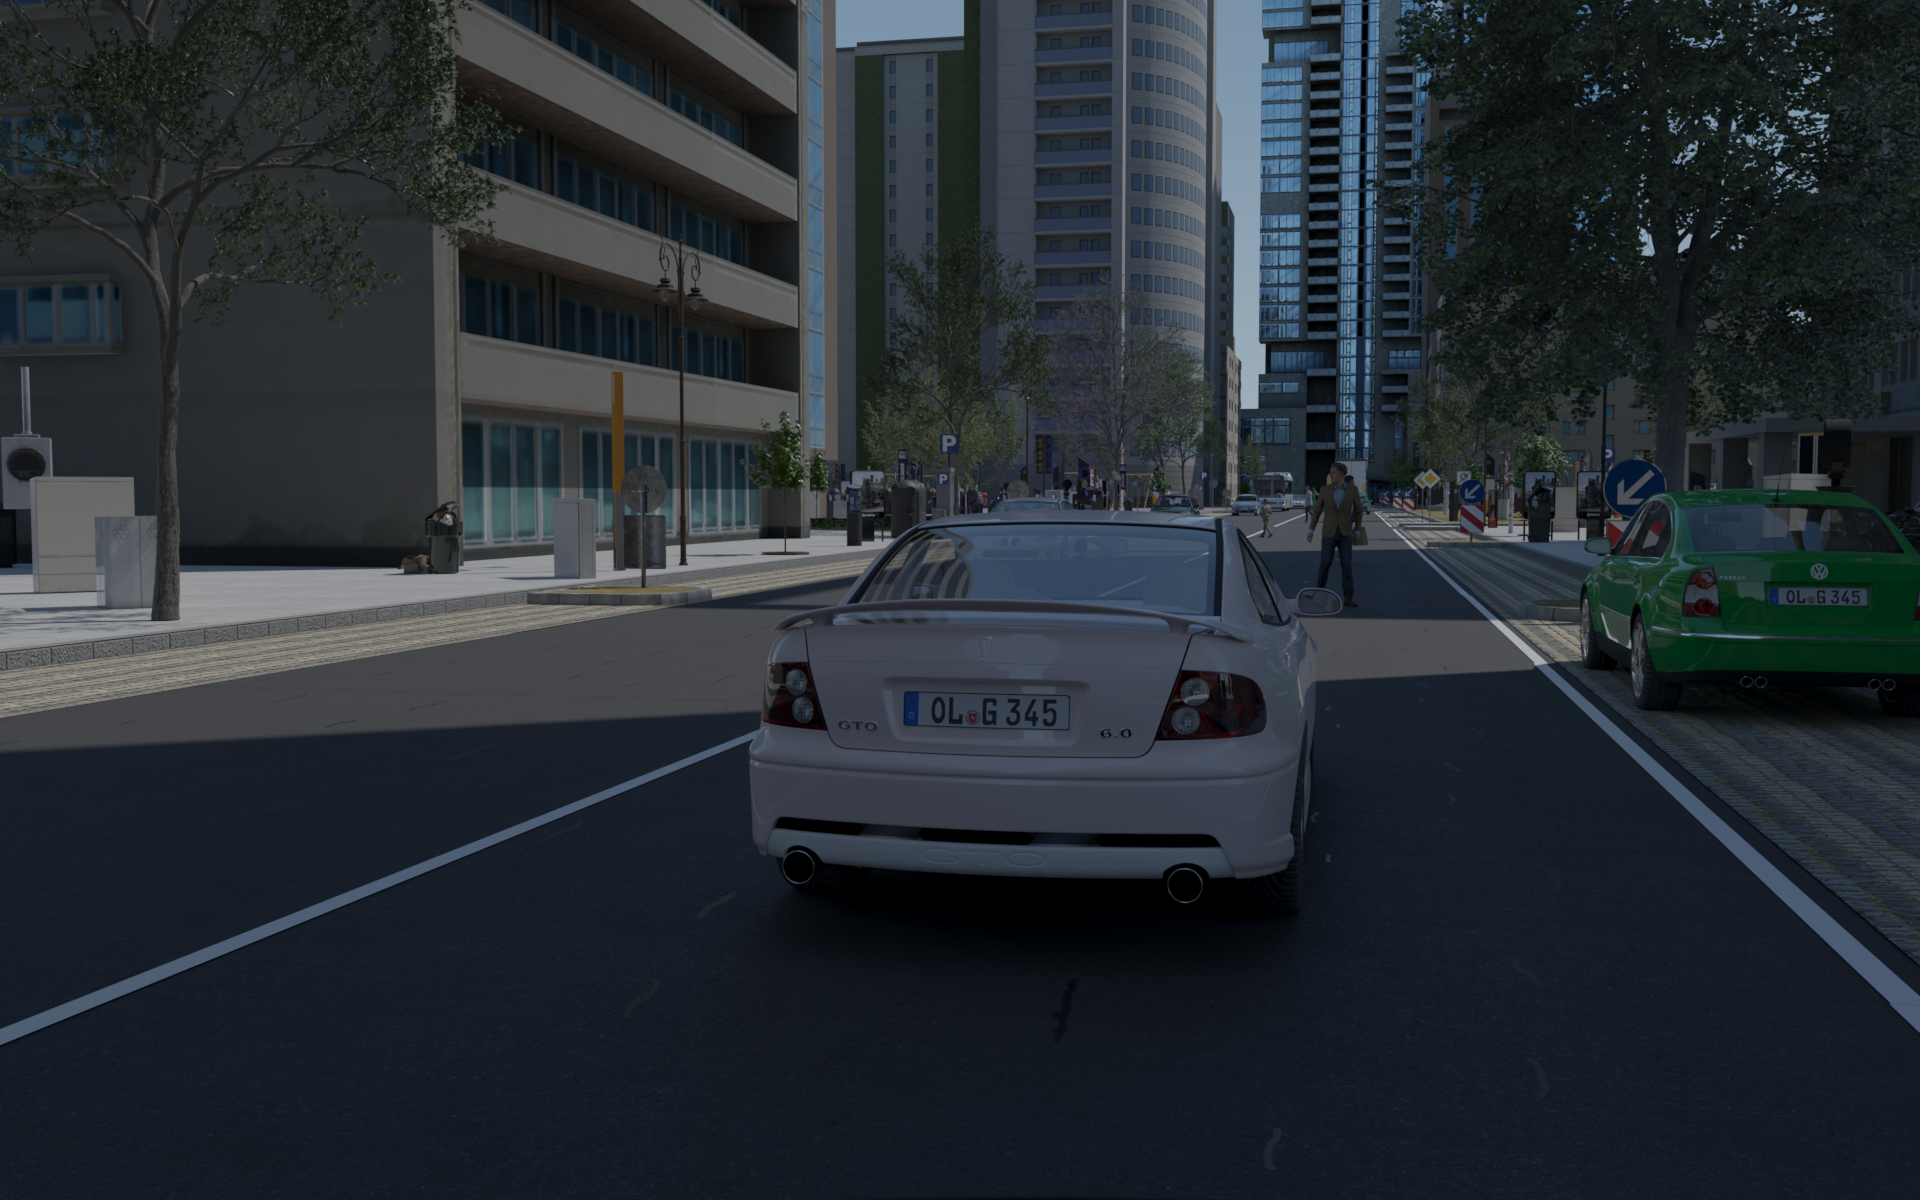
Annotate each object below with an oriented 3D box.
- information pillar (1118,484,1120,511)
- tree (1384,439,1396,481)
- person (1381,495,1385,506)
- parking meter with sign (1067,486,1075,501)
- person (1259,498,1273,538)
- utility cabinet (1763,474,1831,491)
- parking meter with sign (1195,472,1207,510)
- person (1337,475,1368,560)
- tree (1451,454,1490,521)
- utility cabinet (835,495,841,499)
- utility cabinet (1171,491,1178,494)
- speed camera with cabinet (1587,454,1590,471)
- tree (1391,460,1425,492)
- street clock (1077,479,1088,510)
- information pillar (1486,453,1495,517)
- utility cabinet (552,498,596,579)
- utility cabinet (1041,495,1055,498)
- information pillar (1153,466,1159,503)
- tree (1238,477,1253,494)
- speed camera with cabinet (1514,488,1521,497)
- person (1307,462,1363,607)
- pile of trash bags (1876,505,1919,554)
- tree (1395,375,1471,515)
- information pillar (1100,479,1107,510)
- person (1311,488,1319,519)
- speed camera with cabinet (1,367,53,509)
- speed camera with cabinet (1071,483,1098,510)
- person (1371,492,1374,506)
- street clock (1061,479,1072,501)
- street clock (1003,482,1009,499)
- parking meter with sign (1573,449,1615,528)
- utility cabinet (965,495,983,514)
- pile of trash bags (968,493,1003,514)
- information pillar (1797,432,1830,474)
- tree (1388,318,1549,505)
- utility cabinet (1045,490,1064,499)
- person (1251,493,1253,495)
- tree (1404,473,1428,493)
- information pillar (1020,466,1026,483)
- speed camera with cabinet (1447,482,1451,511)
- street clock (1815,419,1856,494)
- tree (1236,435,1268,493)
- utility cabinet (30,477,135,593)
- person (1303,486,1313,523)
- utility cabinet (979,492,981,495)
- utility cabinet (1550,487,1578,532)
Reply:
[{"bbox_3d":[9.824,-6.331,108.001,0.304,2.012,0.304,0,4,-4],"label":"information pillar"},{"bbox_3d":[56.894,-16.750,224.224,4.737,8.622,4.395,0,3,0],"label":"tree"},{"bbox_3d":[48.060,-11.454,196.331,0.434,1.755,0.990,-1,4,-18],"label":"person"},{"bbox_3d":[9.919,-9.679,154.513,1.738,3.016,0.543,1,4,18],"label":"parking meter with sign"},{"bbox_3d":[10.012,-2.690,56.762,0.475,1.303,0.640,-3,5,-44],"label":"person"},{"bbox_3d":[9.340,-0.654,19.376,1.173,1.500,0.318,-3,5,-44],"label":"utility cabinet"},{"bbox_3d":[19.328,-8.786,139.905,0.543,3.016,1.738,-1,4,-17],"label":"parking meter with sign"},{"bbox_3d":[8.070,-1.682,35.982,0.794,1.824,0.713,-2,4,-25],"label":"person"},{"bbox_3d":[24.381,-5.402,82.921,1.663,3.219,1.824,0,3,0],"label":"tree"},{"bbox_3d":[-8.294,-6.336,114.754,1.020,1.237,0.306,-2,4,-29],"label":"utility cabinet"},{"bbox_3d":[18.057,-8.521,148.000,1.173,1.500,0.318,-2,4,-26],"label":"utility cabinet"},{"bbox_3d":[31.204,-5.562,85.270,0.660,3.252,2.038,1,4,13],"label":"speed camera with cabinet"},{"bbox_3d":[43.225,-11.199,166.815,4.285,4.588,4.351,0,3,0],"label":"tree"},{"bbox_3d":[6.056,-4.940,85.333,0.358,2.002,0.471,3,5,44],"label":"street clock"},{"bbox_3d":[29.778,-6.483,97.357,0.504,3.616,0.183,0,4,1],"label":"information pillar"},{"bbox_3d":[-5.909,-0.943,26.574,0.306,1.237,1.020,-2,4,-35],"label":"utility cabinet"},{"bbox_3d":[4.033,-4.418,83.403,1.020,1.237,0.306,2,4,25],"label":"utility cabinet"},{"bbox_3d":[15.950,-9.145,140.871,0.504,3.616,0.183,0,4,-4],"label":"information pillar"},{"bbox_3d":[33.146,-12.670,201.751,1.663,3.219,1.824,0,3,0],"label":"tree"},{"bbox_3d":[42.553,-8.275,129.632,2.038,3.252,0.660,2,4,32],"label":"speed camera with cabinet"},{"bbox_3d":[4.816,-0.849,22.298,0.656,1.842,0.836,-1,4,-20],"label":"person"},{"bbox_3d":[17.923,-1.277,30.625,3.447,1.369,1.912,1,4,20],"label":"pile of trash bags"},{"bbox_3d":[29.722,-9.559,106.654,4.737,8.622,4.395,0,3,0],"label":"tree"},{"bbox_3d":[7.175,-5.021,86.587,0.304,2.012,0.304,-1,4,-13],"label":"information pillar"},{"bbox_3d":[20.307,-5.565,99.739,0.600,1.795,0.529,3,5,41],"label":"person"},{"bbox_3d":[-15.080,-1.971,26.566,2.038,3.252,0.660,-2,4,-25],"label":"speed camera with cabinet"},{"bbox_3d":[9.499,-8.430,132.168,2.038,3.252,0.660,2,4,24],"label":"speed camera with cabinet"},{"bbox_3d":[51.323,-12.629,215.698,0.721,1.735,1.217,3,4,38],"label":"person"},{"bbox_3d":[5.159,-4.840,83.702,0.471,2.002,0.358,-1,4,-22],"label":"street clock"},{"bbox_3d":[2.758,-6.052,103.512,0.358,2.002,0.471,1,4,16],"label":"street clock"},{"bbox_3d":[24.186,-4.264,65.975,1.738,3.016,0.543,-3,4,-37],"label":"parking meter with sign"},{"bbox_3d":[0.940,-6.116,111.162,1.020,1.237,0.306,-1,4,-14],"label":"utility cabinet"},{"bbox_3d":[0.818,-5.369,97.538,3.447,1.369,1.912,1,4,20],"label":"pile of trash bags"},{"bbox_3d":[10.265,-0.997,20.792,0.304,2.012,0.304,-1,4,-14],"label":"information pillar"},{"bbox_3d":[27.134,-9.675,92.604,8.767,10.594,7.601,1,4,17],"label":"tree"},{"bbox_3d":[5.150,-5.280,95.005,0.318,1.500,1.173,-3,5,-44],"label":"utility cabinet"},{"bbox_3d":[26.956,-9.155,158.631,0.568,1.767,0.683,0,4,-6],"label":"person"},{"bbox_3d":[41.445,-9.951,157.299,1.663,3.219,1.824,0,3,0],"label":"tree"},{"bbox_3d":[5.176,-9.184,141.517,0.504,3.616,0.183,0,4,-3],"label":"information pillar"},{"bbox_3d":[37.427,-8.499,133.289,0.660,3.252,2.038,2,4,23],"label":"speed camera with cabinet"},{"bbox_3d":[8.499,-0.750,16.828,0.358,2.002,0.471,2,4,24],"label":"street clock"},{"bbox_3d":[35.550,-15.898,210.300,4.737,8.622,4.395,0,3,0],"label":"tree"},{"bbox_3d":[-11.459,-0.854,22.649,1.173,1.500,0.318,-3,5,-40],"label":"utility cabinet"},{"bbox_3d":[17.618,-4.819,87.139,0.795,1.843,0.661,0,4,5],"label":"person"},{"bbox_3d":[1.294,-8.830,153.048,1.173,1.500,0.318,-3,4,-36],"label":"utility cabinet"},{"bbox_3d":[19.820,-2.975,57.322,1.173,1.500,0.318,0,4,-1],"label":"utility cabinet"}]
